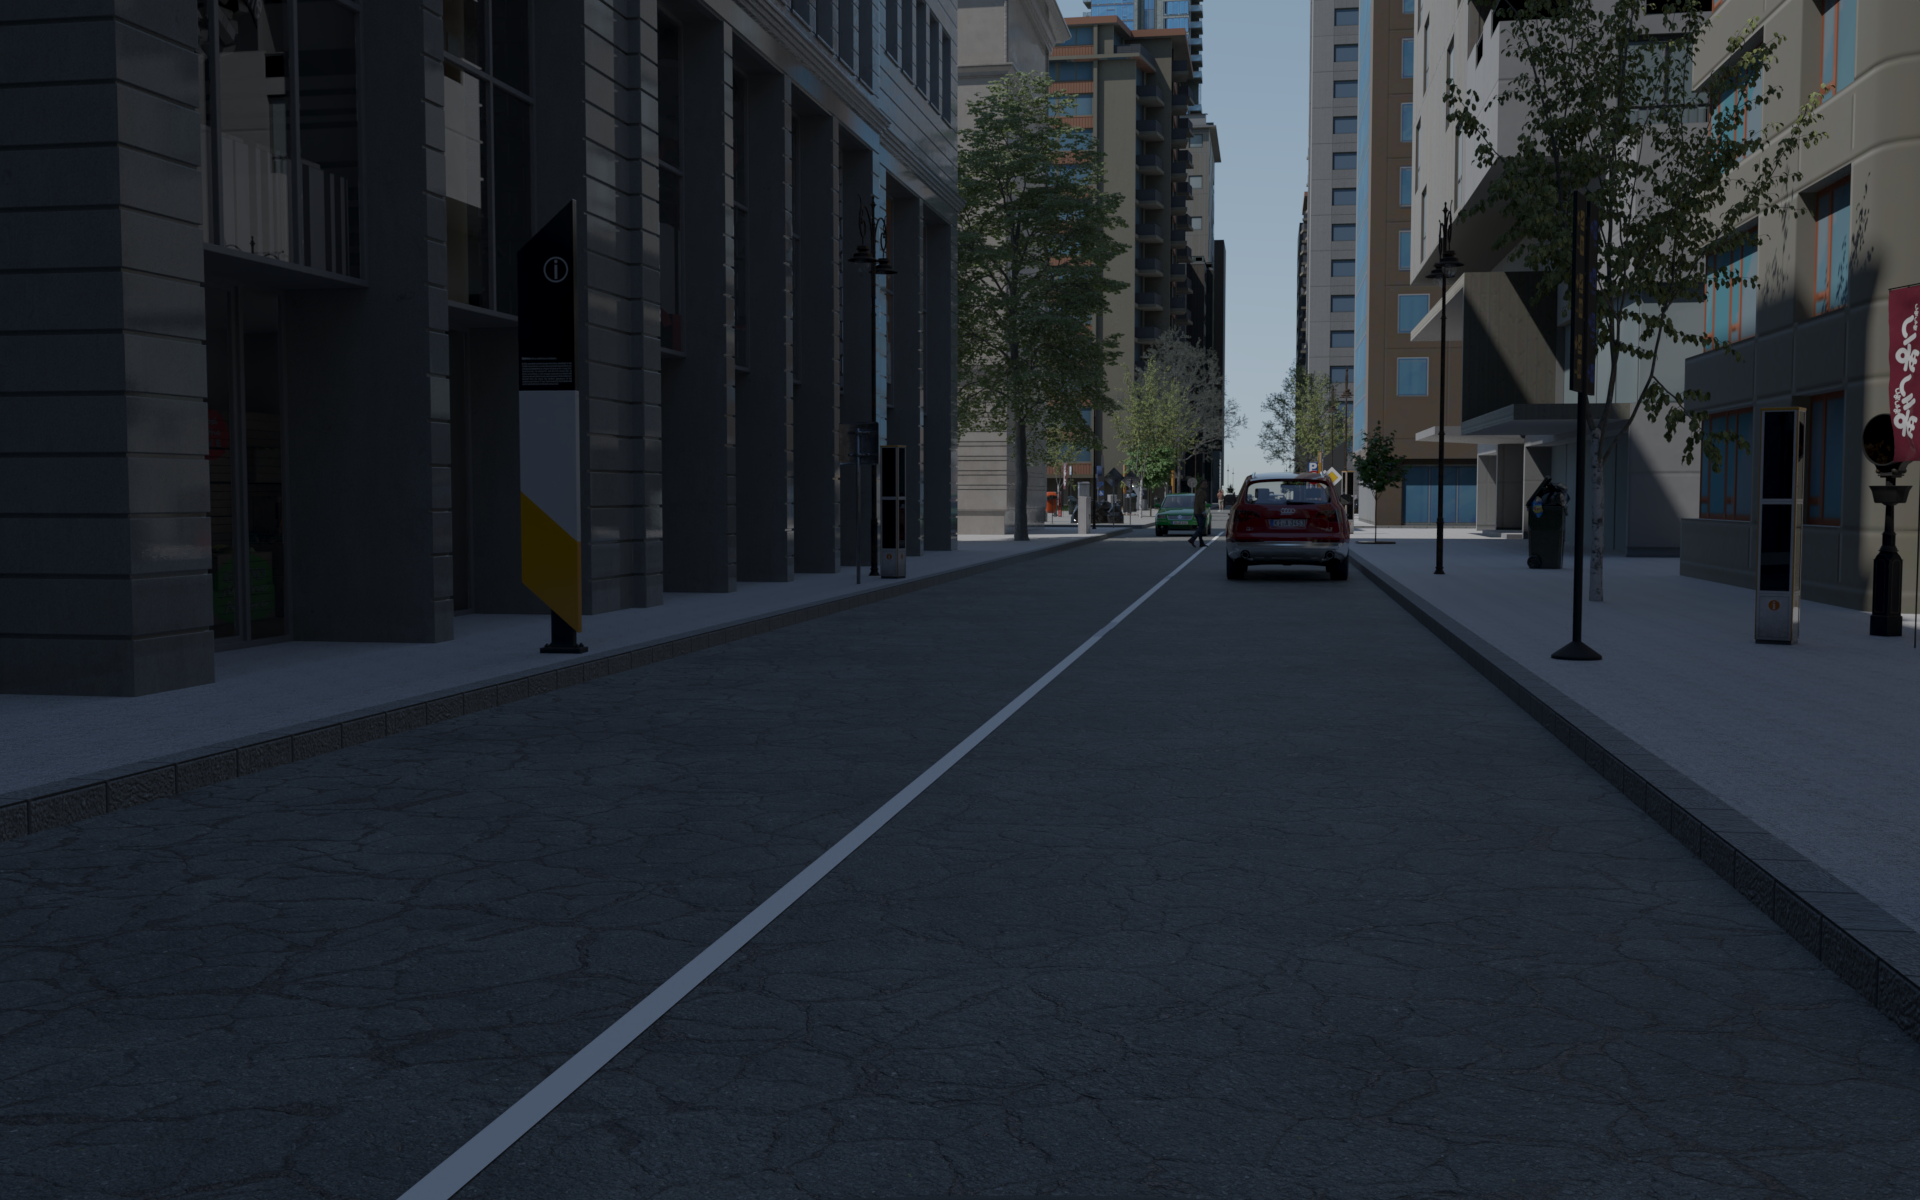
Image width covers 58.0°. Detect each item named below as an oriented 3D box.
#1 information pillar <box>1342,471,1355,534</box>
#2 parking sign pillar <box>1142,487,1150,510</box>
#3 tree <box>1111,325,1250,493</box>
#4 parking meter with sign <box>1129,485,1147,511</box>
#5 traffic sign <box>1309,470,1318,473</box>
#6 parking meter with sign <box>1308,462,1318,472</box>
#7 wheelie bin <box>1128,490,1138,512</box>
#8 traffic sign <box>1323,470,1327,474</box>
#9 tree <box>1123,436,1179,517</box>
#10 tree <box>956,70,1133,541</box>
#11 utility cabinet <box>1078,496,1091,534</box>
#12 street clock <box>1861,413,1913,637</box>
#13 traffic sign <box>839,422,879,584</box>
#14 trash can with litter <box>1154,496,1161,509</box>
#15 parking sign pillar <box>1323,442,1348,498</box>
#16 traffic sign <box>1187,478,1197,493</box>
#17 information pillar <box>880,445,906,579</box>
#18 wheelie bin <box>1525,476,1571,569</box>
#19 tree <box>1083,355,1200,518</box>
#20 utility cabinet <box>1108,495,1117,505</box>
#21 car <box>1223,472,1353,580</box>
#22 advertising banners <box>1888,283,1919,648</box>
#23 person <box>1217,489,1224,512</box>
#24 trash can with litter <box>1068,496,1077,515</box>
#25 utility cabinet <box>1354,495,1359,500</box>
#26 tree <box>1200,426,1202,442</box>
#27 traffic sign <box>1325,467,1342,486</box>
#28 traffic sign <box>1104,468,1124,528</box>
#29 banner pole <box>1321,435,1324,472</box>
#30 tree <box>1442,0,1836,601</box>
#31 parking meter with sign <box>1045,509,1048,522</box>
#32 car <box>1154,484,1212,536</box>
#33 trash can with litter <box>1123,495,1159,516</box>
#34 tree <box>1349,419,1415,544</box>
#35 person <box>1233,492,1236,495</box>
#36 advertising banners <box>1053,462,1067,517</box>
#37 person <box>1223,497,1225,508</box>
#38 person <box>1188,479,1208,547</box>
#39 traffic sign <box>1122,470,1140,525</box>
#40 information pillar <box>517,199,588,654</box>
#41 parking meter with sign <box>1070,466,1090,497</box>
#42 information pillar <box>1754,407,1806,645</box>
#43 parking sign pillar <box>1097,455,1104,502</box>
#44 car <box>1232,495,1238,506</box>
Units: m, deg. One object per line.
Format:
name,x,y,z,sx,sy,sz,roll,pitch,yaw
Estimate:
information pillar,12.431,-3.120,55.502,0.304,2.012,0.304,-1,4,-15
parking sign pillar,14.180,-9.016,135.878,1.447,3.967,1.447,3,5,42
tree,15.893,-13.206,126.290,12.009,13.543,11.850,0,3,0
parking meter with sign,13.702,-8.406,133.693,0.543,3.016,1.738,-3,5,-45
traffic sign,18.900,-5.655,92.557,0.768,2.556,0.104,1,4,11
parking meter with sign,19.493,-6.094,95.896,0.543,3.016,1.738,1,4,9
wheelie bin,12.243,-7.085,123.751,0.693,1.594,0.980,-2,4,-34
traffic sign,15.040,-4.147,71.448,0.795,2.450,0.064,1,4,10
tree,10.781,-7.004,98.229,4.285,4.588,4.351,0,3,0
tree,1.349,-7.892,47.168,7.486,12.596,7.792,0,3,0
utility cabinet,4.024,-2.736,55.896,0.306,1.237,1.020,1,4,12
street clock,8.376,-0.675,15.609,0.358,2.002,0.471,-1,4,-20
traffic sign,-1.443,-1.375,24.611,0.606,2.300,0.079,1,4,18
trash can with litter,16.696,-8.135,144.394,1.055,1.170,0.624,0,4,6
parking sign pillar,19.413,-6.201,89.860,1.447,3.967,1.447,3,4,37
traffic sign,17.975,-8.195,134.088,0.768,2.556,0.104,1,4,11
information pillar,-1.014,-1.332,26.273,0.304,2.012,0.304,1,4,23
wheelie bin,10.135,-1.343,29.860,0.693,1.594,0.980,2,4,24
tree,9.736,-8.693,92.501,4.737,8.622,4.395,0,3,0
utility cabinet,11.979,-7.643,136.130,0.306,1.237,1.020,2,4,34
car,5.761,-1.334,30.481,2.281,1.827,5.304,1,4,11
advertising banners,7.994,-1.078,13.814,0.090,3.025,2.074,0,4,-4
person,21.483,-8.188,142.342,0.573,1.828,0.580,3,5,44
trash can with litter,7.086,-5.824,106.609,0.624,1.170,1.055,-2,4,-33
utility cabinet,28.270,-6.901,123.995,0.306,1.237,1.020,-1,4,-16
tree,13.187,-9.765,110.024,4.737,8.622,4.395,0,3,0
traffic sign,13.639,-3.666,63.586,0.795,2.450,0.064,1,4,10
traffic sign,5.772,-3.753,65.003,0.795,2.450,0.064,1,4,10
banner pole,15.203,-5.057,72.694,0.401,3.779,0.863,1,4,8
tree,7.614,-4.277,20.288,4.737,8.622,4.395,0,3,0
parking meter with sign,3.594,-5.108,79.780,0.543,3.016,1.738,1,4,20
car,7.793,-3.147,60.253,1.959,1.807,4.718,1,4,11
trash can with litter,10.439,-5.677,103.883,2.233,1.210,1.678,-3,4,-37
tree,10.895,-3.067,44.740,1.663,3.219,1.824,0,3,0
person,38.258,-14.221,241.684,0.551,1.740,0.621,2,4,31
advertising banners,5.592,-6.158,96.864,0.090,3.025,2.074,-1,4,-18
person,27.496,-10.353,181.001,0.697,1.427,0.421,2,4,33
person,6.471,-2.340,46.675,0.836,1.842,0.656,-3,5,-41
traffic sign,7.173,-4.234,72.865,0.795,2.450,0.064,1,4,10
information pillar,-3.284,-1.380,13.911,0.504,3.616,0.183,0,4,8
parking meter with sign,7.756,-6.850,108.252,1.738,3.016,0.543,0,4,-7
information pillar,7.016,-0.632,14.817,0.304,2.012,0.304,3,4,36
parking sign pillar,9.669,-7.980,118.937,1.447,3.967,1.447,0,4,2
car,31.381,-11.102,193.881,2.083,1.381,4.827,1,4,9
